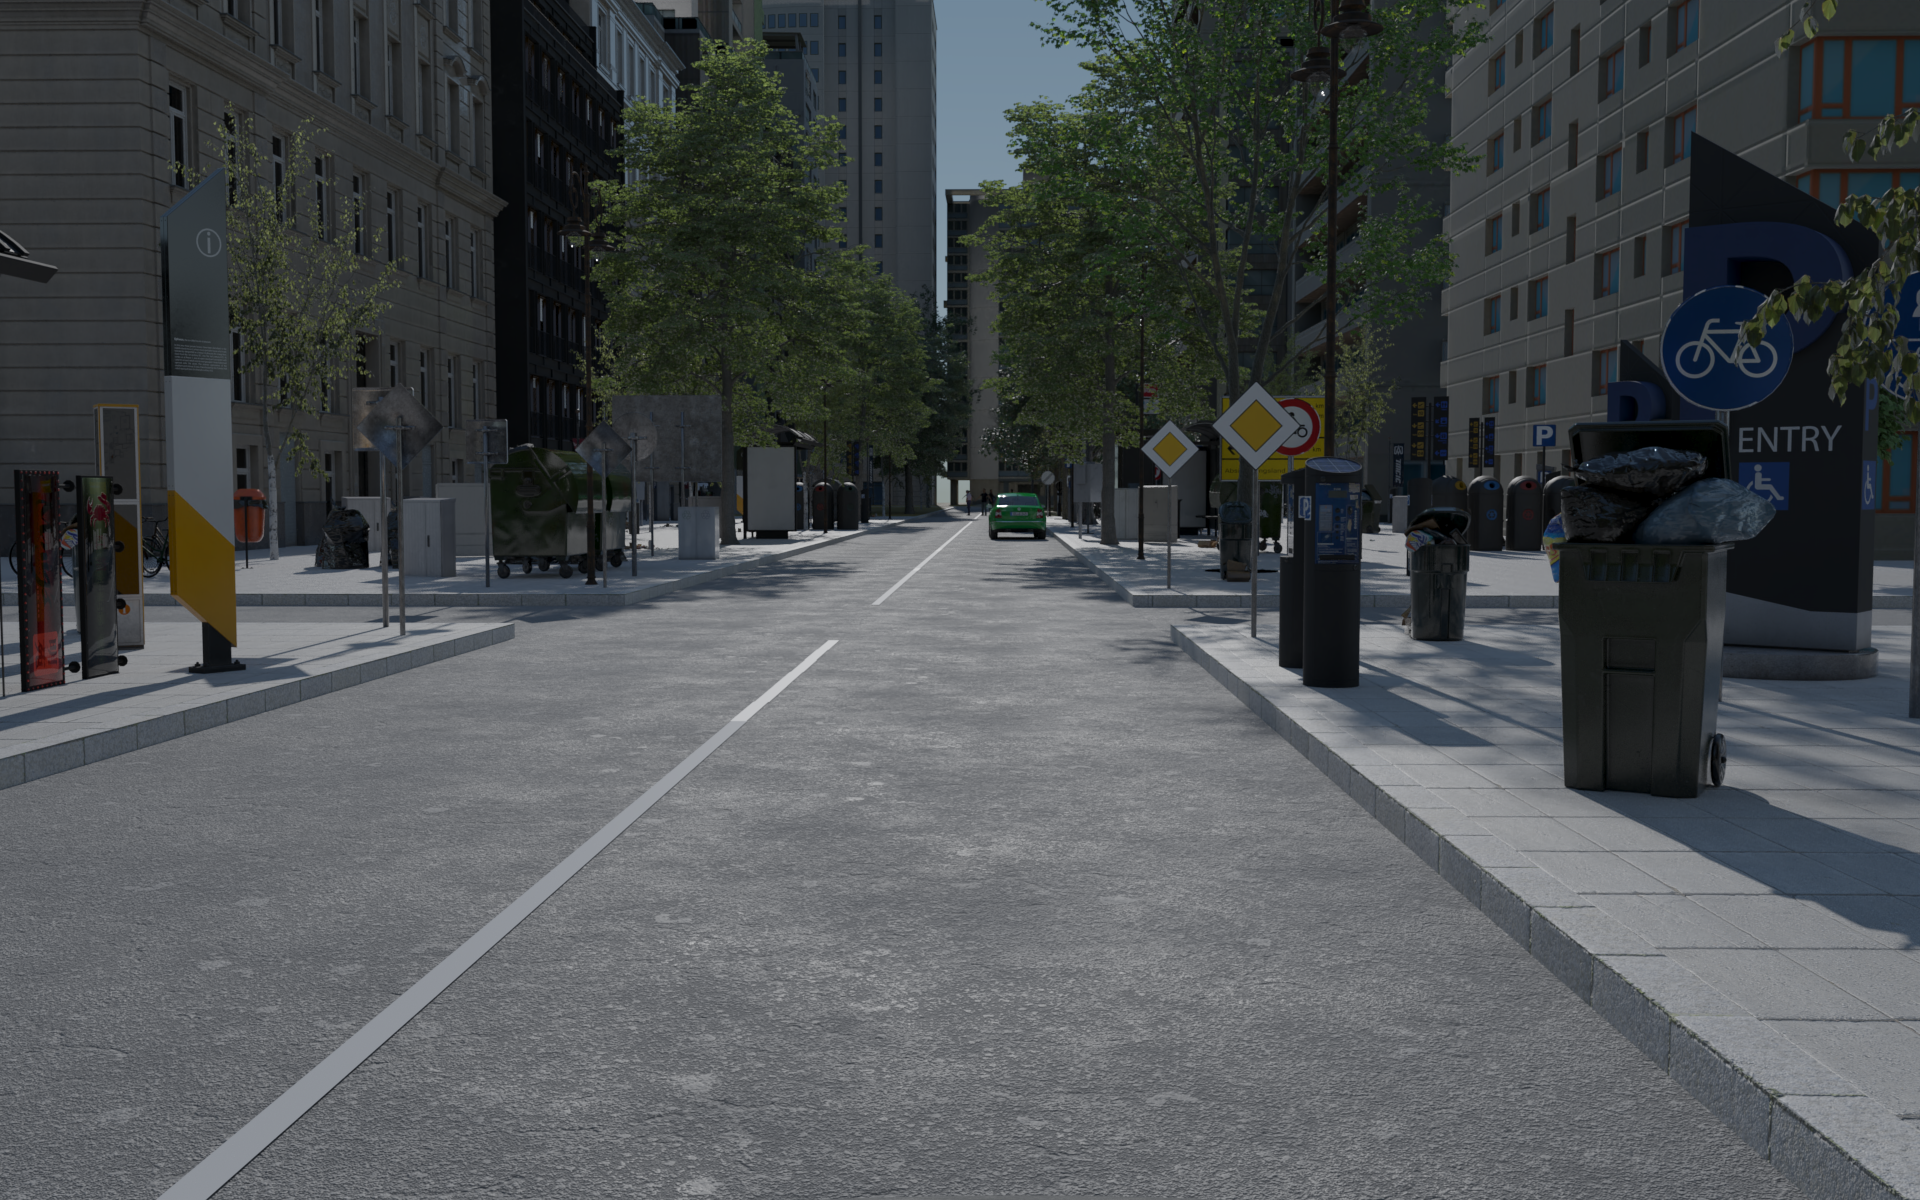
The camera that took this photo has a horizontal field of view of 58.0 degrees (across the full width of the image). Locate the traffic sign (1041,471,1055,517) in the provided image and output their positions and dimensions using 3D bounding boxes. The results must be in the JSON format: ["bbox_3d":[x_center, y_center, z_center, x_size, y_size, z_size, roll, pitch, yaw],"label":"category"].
[{"bbox_3d":[4.857,-5.848,95.721,0.768,2.556,0.104,0,4,8],"label":"traffic sign"}]

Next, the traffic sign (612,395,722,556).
[{"bbox_3d":[-6.026,-2.555,35.643,2.265,3.308,0.079,0,4,2],"label":"traffic sign"}]

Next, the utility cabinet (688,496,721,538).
[{"bbox_3d":[-7.412,-2.408,50.525,1.020,1.237,0.306,-3,4,-36],"label":"utility cabinet"}]

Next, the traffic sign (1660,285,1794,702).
[{"bbox_3d":[4.678,-0.645,10.654,0.768,2.556,0.104,1,4,10],"label":"traffic sign"}]

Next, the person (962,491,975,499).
[{"bbox_3d":[0.874,-10.205,175.349,1.348,1.824,0.705,-1,4,-18],"label":"person"}]

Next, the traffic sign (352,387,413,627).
[{"bbox_3d":[-5.534,-0.887,16.636,0.606,2.300,0.079,0,4,5],"label":"traffic sign"}]

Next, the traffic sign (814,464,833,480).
[{"bbox_3d":[-5.549,-4.295,70.329,0.768,2.556,0.104,0,4,3],"label":"traffic sign"}]

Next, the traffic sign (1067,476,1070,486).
[{"bbox_3d":[6.096,-5.697,95.270,0.606,2.300,0.079,0,4,5],"label":"traffic sign"}]

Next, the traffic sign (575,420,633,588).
[{"bbox_3d":[-4.859,-1.224,23.660,0.795,2.450,0.064,0,4,1],"label":"traffic sign"}]

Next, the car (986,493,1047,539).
[{"bbox_3d":[1.829,-2.896,56.143,1.959,1.807,4.718,0,4,0],"label":"car"}]

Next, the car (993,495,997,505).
[{"bbox_3d":[3.349,-7.922,142.111,1.945,1.354,3.894,0,4,2],"label":"car"}]

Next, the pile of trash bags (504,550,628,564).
[{"bbox_3d":[-7.222,-1.425,33.044,1.912,1.369,3.447,1,4,11],"label":"pile of trash bags"}]

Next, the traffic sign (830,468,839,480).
[{"bbox_3d":[-5.714,-4.679,77.679,0.795,2.450,0.064,0,4,7],"label":"traffic sign"}]

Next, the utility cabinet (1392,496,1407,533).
[{"bbox_3d":[14.790,-2.811,57.129,1.020,1.237,0.306,3,4,39],"label":"utility cabinet"}]

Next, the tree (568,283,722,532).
[{"bbox_3d":[-10.669,-6.599,58.259,4.360,8.622,3.978,0,3,0],"label":"tree"}]

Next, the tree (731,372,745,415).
[{"bbox_3d":[-11.397,-7.567,74.081,4.360,8.622,3.978,0,3,0],"label":"tree"}]

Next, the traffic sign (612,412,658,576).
[{"bbox_3d":[-5.085,-1.643,26.975,0.768,2.556,0.104,0,4,8],"label":"traffic sign"}]

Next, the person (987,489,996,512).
[{"bbox_3d":[2.498,-7.921,138.035,0.705,1.821,1.348,3,4,37],"label":"person"}]

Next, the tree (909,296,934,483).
[{"bbox_3d":[-4.461,-10.087,83.050,7.486,12.596,7.792,0,3,0],"label":"tree"}]

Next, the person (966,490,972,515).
[{"bbox_3d":[0.522,-6.595,117.259,0.436,1.711,0.756,2,4,34],"label":"person"}]

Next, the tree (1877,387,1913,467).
[{"bbox_3d":[13.032,-2.597,26.174,4.285,4.588,4.351,0,3,0],"label":"tree"}]

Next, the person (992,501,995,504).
[{"bbox_3d":[2.711,-6.553,118.899,1.065,1.426,0.557,0,4,1],"label":"person"}]

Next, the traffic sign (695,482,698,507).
[{"bbox_3d":[-5.498,-2.083,36.179,0.606,2.300,0.079,1,4,11],"label":"traffic sign"}]

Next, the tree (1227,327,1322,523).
[{"bbox_3d":[13.847,-7.662,75.641,4.737,8.622,4.395,0,3,0],"label":"tree"}]

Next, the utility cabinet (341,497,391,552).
[{"bbox_3d":[-13.182,-1.672,38.492,1.020,1.237,0.306,-3,5,-44],"label":"utility cabinet"}]

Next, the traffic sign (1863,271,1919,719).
[{"bbox_3d":[5.485,-0.596,9.852,0.768,2.556,0.104,0,4,7],"label":"traffic sign"}]

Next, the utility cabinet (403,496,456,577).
[{"bbox_3d":[-8.304,-0.972,27.047,1.020,1.237,0.306,3,4,37],"label":"utility cabinet"}]

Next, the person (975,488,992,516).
[{"bbox_3d":[1.588,-6.538,115.403,1.348,1.822,0.705,2,4,32],"label":"person"}]

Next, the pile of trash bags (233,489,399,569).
[{"bbox_3d":[-10.936,-1.255,30.268,3.447,1.369,1.912,-1,4,-11],"label":"pile of trash bags"}]

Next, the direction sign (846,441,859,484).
[{"bbox_3d":[-4.602,-5.040,74.406,0.379,3.537,0.876,2,4,32],"label":"direction sign"}]

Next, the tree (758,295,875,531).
[{"bbox_3d":[-5.299,-6.726,60.328,4.737,8.622,4.395,0,3,0],"label":"tree"}]

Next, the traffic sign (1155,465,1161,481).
[{"bbox_3d":[7.459,-4.093,67.020,0.768,2.556,0.104,1,4,9],"label":"traffic sign"}]

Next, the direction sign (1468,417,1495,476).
[{"bbox_3d":[15.409,-3.622,51.222,0.379,3.537,0.876,-3,4,-38],"label":"direction sign"}]

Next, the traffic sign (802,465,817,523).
[{"bbox_3d":[-6.521,-4.625,75.731,0.768,2.556,0.104,1,4,9],"label":"traffic sign"}]

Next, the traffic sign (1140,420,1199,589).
[{"bbox_3d":[2.832,-1.211,23.445,0.795,2.450,0.064,0,4,1],"label":"traffic sign"}]

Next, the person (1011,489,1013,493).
[{"bbox_3d":[3.835,-7.336,128.444,1.348,1.824,0.705,-2,4,-24],"label":"person"}]

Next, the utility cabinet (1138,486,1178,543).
[{"bbox_3d":[5.165,-2.242,45.336,0.318,1.500,1.173,-3,4,-38],"label":"utility cabinet"}]

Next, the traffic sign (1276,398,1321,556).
[{"bbox_3d":[4.402,-1.405,23.072,0.768,2.556,0.104,0,4,5],"label":"traffic sign"}]

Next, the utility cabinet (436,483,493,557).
[{"bbox_3d":[-10.015,-1.621,35.187,1.173,1.500,0.318,-2,4,-26],"label":"utility cabinet"}]

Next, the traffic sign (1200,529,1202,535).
[{"bbox_3d":[7.582,-3.328,54.415,0.884,2.594,0.081,0,4,2],"label":"traffic sign"}]

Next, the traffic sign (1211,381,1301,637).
[{"bbox_3d":[2.630,-0.723,15.463,0.795,2.450,0.064,0,4,1],"label":"traffic sign"}]

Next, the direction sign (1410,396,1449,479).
[{"bbox_3d":[10.919,-2.956,40.329,0.876,3.537,0.379,2,4,32],"label":"direction sign"}]

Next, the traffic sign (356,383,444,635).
[{"bbox_3d":[-5.061,-0.736,15.677,0.795,2.450,0.064,0,4,1],"label":"traffic sign"}]

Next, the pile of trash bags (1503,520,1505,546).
[{"bbox_3d":[12.645,-2.025,42.856,1.912,1.369,3.447,2,4,30],"label":"pile of trash bags"}]

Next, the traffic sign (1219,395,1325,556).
[{"bbox_3d":[6.510,-2.568,35.855,2.265,3.308,0.079,0,4,3],"label":"traffic sign"}]

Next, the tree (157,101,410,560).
[{"bbox_3d":[-13.126,-5.086,33.516,4.360,8.622,3.978,0,3,0],"label":"tree"}]

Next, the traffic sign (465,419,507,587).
[{"bbox_3d":[-6.495,-1.323,23.764,0.606,2.300,0.079,1,4,11],"label":"traffic sign"}]
